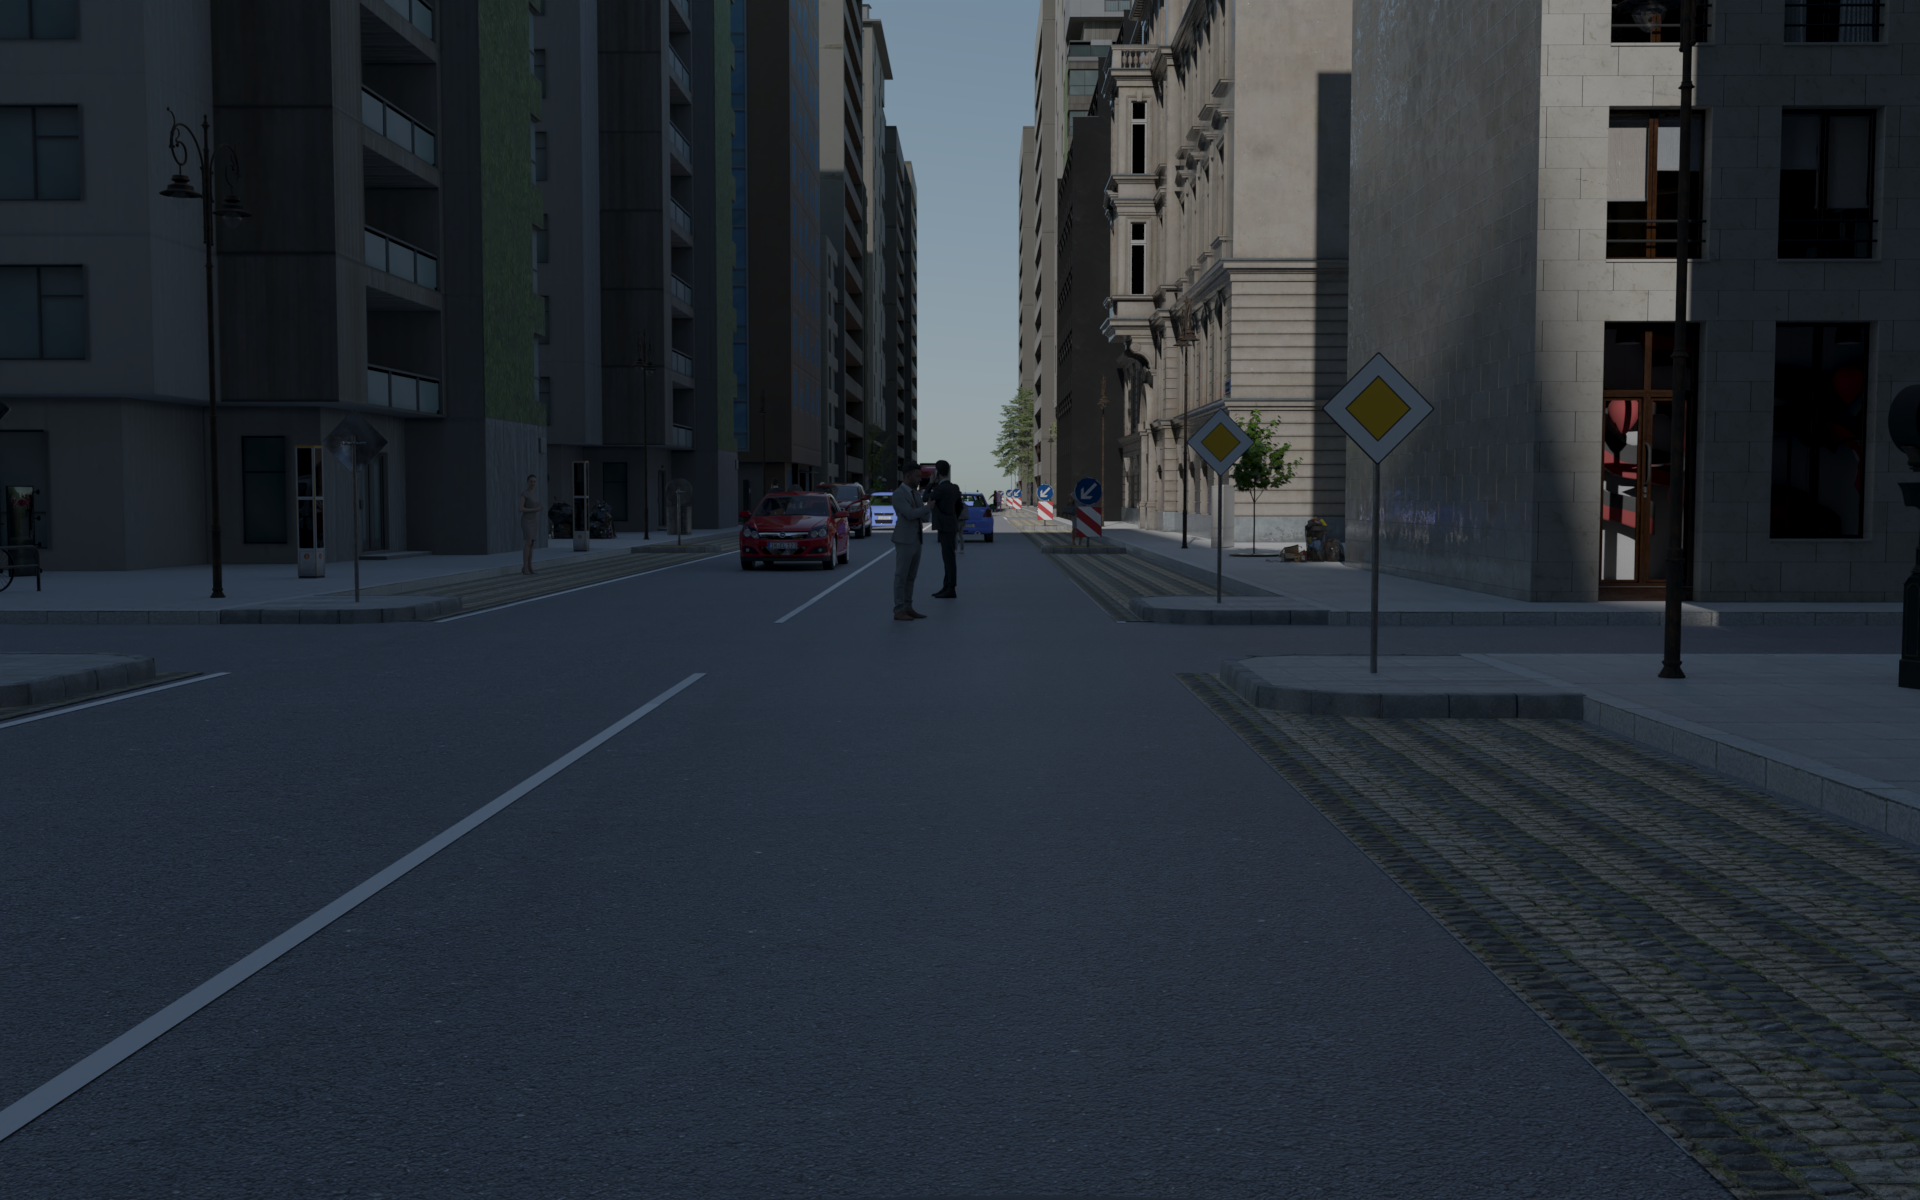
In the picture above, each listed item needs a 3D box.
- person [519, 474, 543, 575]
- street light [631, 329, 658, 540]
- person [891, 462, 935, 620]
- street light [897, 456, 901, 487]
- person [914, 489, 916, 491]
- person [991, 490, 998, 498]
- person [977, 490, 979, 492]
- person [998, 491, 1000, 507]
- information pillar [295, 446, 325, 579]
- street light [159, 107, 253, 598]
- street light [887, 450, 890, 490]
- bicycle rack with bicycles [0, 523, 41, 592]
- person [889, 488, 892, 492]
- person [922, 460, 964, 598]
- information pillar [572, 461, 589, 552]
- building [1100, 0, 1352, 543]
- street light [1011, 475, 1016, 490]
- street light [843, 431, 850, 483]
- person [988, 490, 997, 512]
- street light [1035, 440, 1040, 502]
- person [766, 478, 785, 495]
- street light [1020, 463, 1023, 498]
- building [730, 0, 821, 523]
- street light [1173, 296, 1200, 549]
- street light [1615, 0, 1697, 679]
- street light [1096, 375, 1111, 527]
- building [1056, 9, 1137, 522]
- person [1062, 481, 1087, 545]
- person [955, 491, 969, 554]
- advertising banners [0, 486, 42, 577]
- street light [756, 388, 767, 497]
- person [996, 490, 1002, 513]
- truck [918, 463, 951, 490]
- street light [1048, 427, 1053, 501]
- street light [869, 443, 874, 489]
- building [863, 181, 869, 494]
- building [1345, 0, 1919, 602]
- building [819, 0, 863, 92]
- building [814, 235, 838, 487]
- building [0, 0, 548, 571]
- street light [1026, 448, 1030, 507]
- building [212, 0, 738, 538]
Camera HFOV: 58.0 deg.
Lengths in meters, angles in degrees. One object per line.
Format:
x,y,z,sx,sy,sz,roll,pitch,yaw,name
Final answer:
-7.591,-1.335,30.672,0.374,1.781,0.599,1,4,18,person
-8.833,-4.638,48.612,0.468,5.910,1.993,0,4,1,street light
-0.527,-0.677,19.751,0.466,1.800,0.511,1,4,13,person
-7.273,-14.380,207.896,0.468,5.910,1.993,0,4,1,street light
-3.472,-7.596,132.676,1.348,1.826,0.705,-3,5,-44,person
3.395,-9.589,165.368,1.348,1.812,0.705,-2,4,-30,person
1.596,-9.197,158.899,0.705,1.821,1.348,-3,5,-41,person
4.375,-11.572,197.725,0.705,1.821,1.348,0,4,-4,person
-9.895,-1.339,26.377,0.304,2.012,0.304,0,4,6,information pillar
-9.185,-2.964,21.257,0.468,5.910,1.993,0,4,1,street light
-7.422,-12.695,180.356,0.468,5.910,1.993,0,4,1,street light
-13.296,-0.523,21.933,2.852,0.926,2.925,1,4,9,bicycle rack with bicycles
-4.262,-5.985,106.360,1.348,1.823,0.705,0,4,-6,person
-0.249,-0.981,23.906,0.474,1.900,0.648,1,4,16,person
-8.452,-2.086,38.605,0.304,2.012,0.304,0,4,1,information pillar
12.394,-14.848,61.849,14.460,24.649,34.723,0,4,1,building
7.572,-17.247,254.768,0.468,5.910,1.993,0,4,1,street light
-8.091,-9.268,124.323,0.468,5.910,1.993,0,4,1,street light
2.831,-7.916,138.647,1.217,1.743,0.721,1,4,20,person
6.497,-10.486,144.227,0.468,5.910,1.993,0,4,1,street light
-5.302,-2.589,50.187,0.648,1.900,0.474,-3,5,-41,person
7.057,-13.889,199.873,0.468,5.910,1.993,0,4,1,street light
-14.209,-26.417,82.021,14.600,45.320,14.200,0,4,1,building
5.291,-4.149,40.618,0.468,5.910,1.993,0,4,1,street light
4.979,-2.394,11.936,0.468,5.910,1.993,0,4,1,street light
5.596,-5.807,67.725,0.468,5.910,1.993,0,4,1,street light
11.415,-15.774,87.575,12.332,23.373,15.834,0,4,1,building
3.057,-2.255,45.719,0.716,1.782,0.532,0,4,5,person
-0.037,-1.872,41.710,0.523,1.515,0.503,0,4,6,person
-14.863,-1.833,26.152,0.090,3.025,2.074,2,4,25,advertising banners
-8.577,-6.302,75.825,0.468,5.910,1.993,0,4,1,street light
3.064,-7.639,134.312,0.530,1.710,0.541,-3,5,-40,person
-2.309,-10.330,157.801,2.839,4.237,11.283,0,4,2,truck
6.126,-8.814,116.900,0.468,5.910,1.993,0,4,1,street light
-7.718,-10.983,152.357,0.468,5.910,1.993,0,4,1,street light
-15.588,-23.346,153.414,14.160,30.474,14.107,0,4,1,building
15.219,-10.412,24.986,16.860,20.320,10.420,0,4,1,building
-18.862,-31.251,134.660,21.300,48.544,21.600,0,4,1,building
-22.763,-16.225,110.322,27.650,21.520,28.899,0,4,1,building
-16.972,-21.404,33.543,14.154,41.232,14.086,0,4,1,building
6.743,-12.149,171.428,0.468,5.910,1.993,0,4,1,street light
-15.809,-23.025,60.060,14.154,41.232,14.086,0,4,1,building
